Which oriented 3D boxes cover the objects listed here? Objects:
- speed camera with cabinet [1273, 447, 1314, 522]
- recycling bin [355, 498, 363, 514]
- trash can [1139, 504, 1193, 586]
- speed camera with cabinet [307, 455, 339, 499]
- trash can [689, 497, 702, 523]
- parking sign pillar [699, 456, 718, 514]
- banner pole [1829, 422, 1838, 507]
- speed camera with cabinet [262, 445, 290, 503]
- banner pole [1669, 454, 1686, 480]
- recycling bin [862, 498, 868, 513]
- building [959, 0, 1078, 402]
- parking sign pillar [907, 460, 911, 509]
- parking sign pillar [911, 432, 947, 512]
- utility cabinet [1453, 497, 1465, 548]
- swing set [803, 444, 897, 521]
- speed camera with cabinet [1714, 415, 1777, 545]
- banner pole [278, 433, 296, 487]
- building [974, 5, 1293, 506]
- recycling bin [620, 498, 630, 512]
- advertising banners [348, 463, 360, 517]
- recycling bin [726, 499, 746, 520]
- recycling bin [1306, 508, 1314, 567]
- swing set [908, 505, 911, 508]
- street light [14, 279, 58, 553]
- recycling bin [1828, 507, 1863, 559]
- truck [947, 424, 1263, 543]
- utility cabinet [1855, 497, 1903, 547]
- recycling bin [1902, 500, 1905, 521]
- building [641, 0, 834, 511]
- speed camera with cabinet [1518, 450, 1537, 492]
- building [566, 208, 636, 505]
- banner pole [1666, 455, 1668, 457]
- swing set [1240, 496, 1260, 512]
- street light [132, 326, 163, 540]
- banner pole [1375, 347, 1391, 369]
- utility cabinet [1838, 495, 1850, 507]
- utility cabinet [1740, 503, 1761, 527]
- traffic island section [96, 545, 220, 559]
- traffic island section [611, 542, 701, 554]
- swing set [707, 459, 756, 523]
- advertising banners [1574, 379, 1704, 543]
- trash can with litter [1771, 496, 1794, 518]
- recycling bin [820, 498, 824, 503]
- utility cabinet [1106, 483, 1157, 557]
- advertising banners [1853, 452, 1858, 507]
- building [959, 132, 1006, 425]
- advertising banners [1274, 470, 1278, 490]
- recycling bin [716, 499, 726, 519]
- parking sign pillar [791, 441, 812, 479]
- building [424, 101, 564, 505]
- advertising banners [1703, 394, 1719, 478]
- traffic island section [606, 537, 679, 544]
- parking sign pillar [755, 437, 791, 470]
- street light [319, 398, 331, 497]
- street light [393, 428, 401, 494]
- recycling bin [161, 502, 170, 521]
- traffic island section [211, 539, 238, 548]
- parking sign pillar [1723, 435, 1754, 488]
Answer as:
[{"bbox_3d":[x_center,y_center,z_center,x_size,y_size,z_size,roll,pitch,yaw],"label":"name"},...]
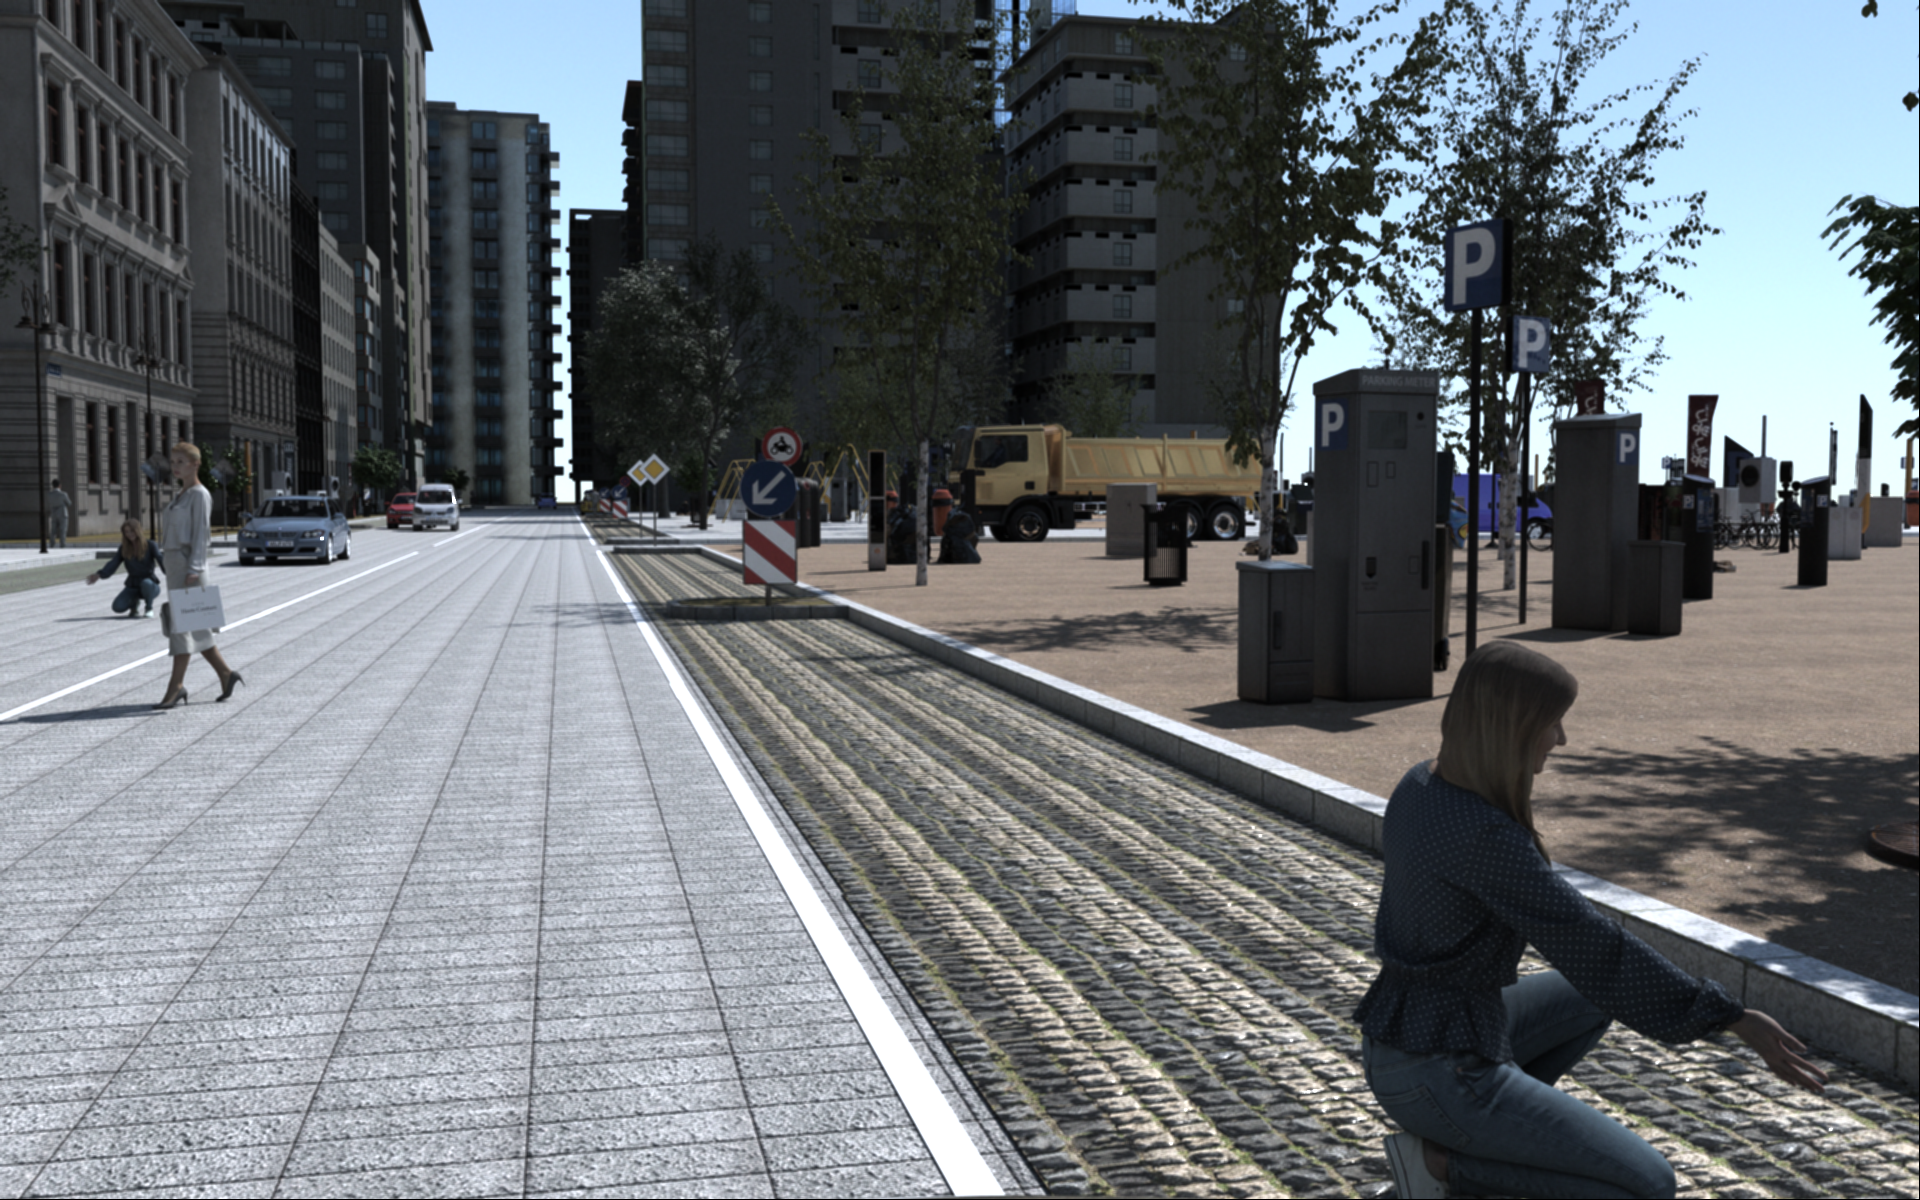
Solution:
[{"bbox_3d":[13.972,-4.789,72.628,2.038,3.252,0.660,1,4,18],"label":"speed camera with cabinet"},{"bbox_3d":[-37.805,-5.905,109.105,0.722,1.027,0.722,-3,4,-36],"label":"recycling bin"},{"bbox_3d":[2.885,-0.773,24.299,0.748,1.137,0.748,0,3,0],"label":"trash can"},{"bbox_3d":[-32.345,-5.726,87.961,0.660,3.252,2.038,1,4,11],"label":"speed camera with cabinet"},{"bbox_3d":[-11.545,-3.945,76.149,0.748,1.137,0.748,0,3,0],"label":"trash can"},{"bbox_3d":[-15.935,-7.432,109.983,1.447,3.967,1.447,-3,5,-41],"label":"parking sign pillar"},{"bbox_3d":[30.141,-4.271,59.841,0.401,3.779,0.863,1,4,10],"label":"banner pole"},{"bbox_3d":[-27.089,-4.545,68.639,0.660,3.252,2.038,0,4,-6],"label":"speed camera with cabinet"},{"bbox_3d":[44.491,-7.174,107.304,0.401,3.779,0.863,-3,5,-42],"label":"banner pole"},{"bbox_3d":[-6.319,-6.517,119.106,0.722,1.027,0.722,-2,4,-28],"label":"recycling bin"},{"bbox_3d":[3.436,-55.951,227.472,31.000,86.520,22.319,-1,4,-13],"label":"building"},{"bbox_3d":[-3.440,-7.989,119.087,1.447,3.967,1.447,2,4,32],"label":"parking sign pillar"},{"bbox_3d":[-1.026,-5.129,72.337,1.447,3.967,1.447,-1,4,-22],"label":"parking sign pillar"},{"bbox_3d":[11.469,-1.842,41.285,1.020,1.237,0.306,0,4,-3],"label":"utility cabinet"},{"bbox_3d":[-3.700,-3.552,55.690,2.862,2.851,3.119,-1,4,-9],"label":"swing set"},{"bbox_3d":[19.690,-3.037,43.993,0.660,3.252,2.038,-2,4,-24],"label":"speed camera with cabinet"},{"bbox_3d":[-27.528,-4.938,70.752,0.401,3.779,0.863,3,5,41],"label":"banner pole"},{"bbox_3d":[18.593,-36.999,194.176,27.495,52.752,28.713,-1,4,-13],"label":"building"},{"bbox_3d":[-23.664,-6.712,122.297,0.722,1.027,0.722,-1,4,-11],"label":"recycling bin"},{"bbox_3d":[-34.360,-6.236,98.151,0.090,3.025,2.074,0,4,-5],"label":"advertising banners"},{"bbox_3d":[-10.886,-4.415,84.744,0.722,1.027,0.722,-1,4,-19],"label":"recycling bin"},{"bbox_3d":[5.636,-0.809,25.787,0.722,1.027,0.722,3,5,39],"label":"recycling bin"},{"bbox_3d":[-3.980,-5.795,92.362,2.862,2.851,3.119,-1,4,-10],"label":"swing set"},{"bbox_3d":[-19.917,-3.956,37.470,0.468,5.910,1.993,-1,4,-13],"label":"street light"},{"bbox_3d":[17.334,-1.330,34.295,0.722,1.027,0.722,0,4,1],"label":"recycling bin"},{"bbox_3d":[3.717,-3.260,49.223,9.791,3.379,3.469,-1,4,-12],"label":"truck"},{"bbox_3d":[22.543,-1.918,42.529,1.020,1.237,0.306,1,4,17],"label":"utility cabinet"},{"bbox_3d":[42.636,-3.975,77.553,0.722,1.027,0.722,-1,4,-13],"label":"recycling bin"},{"bbox_3d":[-17.723,-27.650,135.668,14.154,41.232,14.086,-1,4,-13],"label":"building"},{"bbox_3d":[25.663,-5.096,77.656,0.660,3.252,2.038,-1,4,-11],"label":"speed camera with cabinet"},{"bbox_3d":[-38.498,-32.545,223.996,23.993,40.220,32.217,-1,4,-13],"label":"building"},{"bbox_3d":[45.731,-7.430,111.494,0.863,3.779,0.401,2,4,29],"label":"banner pole"},{"bbox_3d":[13.646,-5.257,83.568,2.862,2.851,3.119,0,4,-3],"label":"swing set"},{"bbox_3d":[-22.389,-4.592,47.863,0.468,5.910,1.993,-1,4,-13],"label":"street light"},{"bbox_3d":[7.279,-2.439,29.894,0.401,3.779,0.863,0,4,-4],"label":"banner pole"},{"bbox_3d":[52.875,-5.632,103.244,1.020,1.237,0.306,-1,4,-13],"label":"utility cabinet"},{"bbox_3d":[30.371,-3.556,66.813,0.318,1.500,1.173,-1,4,-20],"label":"utility cabinet"},{"bbox_3d":[-18.448,-1.077,39.883,2.009,0.180,2.903,-1,4,-13],"label":"traffic island section"},{"bbox_3d":[-7.439,-1.230,42.384,2.009,0.180,2.903,-1,4,-13],"label":"traffic island section"},{"bbox_3d":[-9.944,-4.989,79.194,2.862,2.851,3.119,-2,4,-24],"label":"swing set"},{"bbox_3d":[10.055,-1.816,25.882,0.090,3.025,2.074,-2,4,-35],"label":"advertising banners"},{"bbox_3d":[45.015,-5.126,94.864,1.678,1.210,2.233,-3,5,-43],"label":"trash can with litter"},{"bbox_3d":[-8.648,-5.804,107.447,0.722,1.027,0.722,-1,4,-10],"label":"recycling bin"},{"bbox_3d":[3.449,-1.610,35.007,0.318,1.500,1.173,-3,4,-38],"label":"utility cabinet"},{"bbox_3d":[34.092,-4.267,65.950,0.090,3.025,2.074,2,4,26],"label":"advertising banners"},{"bbox_3d":[-3.203,-31.376,196.596,14.086,41.232,14.154,-1,4,-13],"label":"building"},{"bbox_3d":[23.354,-7.933,125.884,0.090,3.025,2.074,-1,4,-21],"label":"advertising banners"},{"bbox_3d":[-11.968,-4.633,88.307,0.722,1.027,0.722,2,4,31],"label":"recycling bin"},{"bbox_3d":[-8.233,-6.109,88.356,1.447,3.967,1.447,1,4,16],"label":"parking sign pillar"},{"bbox_3d":[-64.769,-36.337,213.723,30.456,49.044,23.786,-1,4,-13],"label":"building"},{"bbox_3d":[12.262,-2.099,30.500,2.074,3.025,0.090,0,4,4],"label":"advertising banners"},{"bbox_3d":[-9.218,-1.706,50.169,2.009,0.180,2.903,-1,4,-13],"label":"traffic island section"},{"bbox_3d":[-8.995,-5.714,81.890,1.447,3.967,1.447,-1,4,-18],"label":"parking sign pillar"},{"bbox_3d":[-30.507,-6.766,83.413,0.468,5.910,1.993,-1,4,-13],"label":"street light"},{"bbox_3d":[-38.455,-8.907,118.423,0.468,5.910,1.993,-1,4,-13],"label":"street light"},{"bbox_3d":[-24.994,-2.620,55.390,0.722,1.027,0.722,1,4,16],"label":"recycling bin"},{"bbox_3d":[-20.227,-1.553,47.668,2.009,0.180,2.903,-1,4,-13],"label":"traffic island section"},{"bbox_3d":[35.629,-5.547,79.162,1.447,3.967,1.447,0,4,2],"label":"parking sign pillar"}]
